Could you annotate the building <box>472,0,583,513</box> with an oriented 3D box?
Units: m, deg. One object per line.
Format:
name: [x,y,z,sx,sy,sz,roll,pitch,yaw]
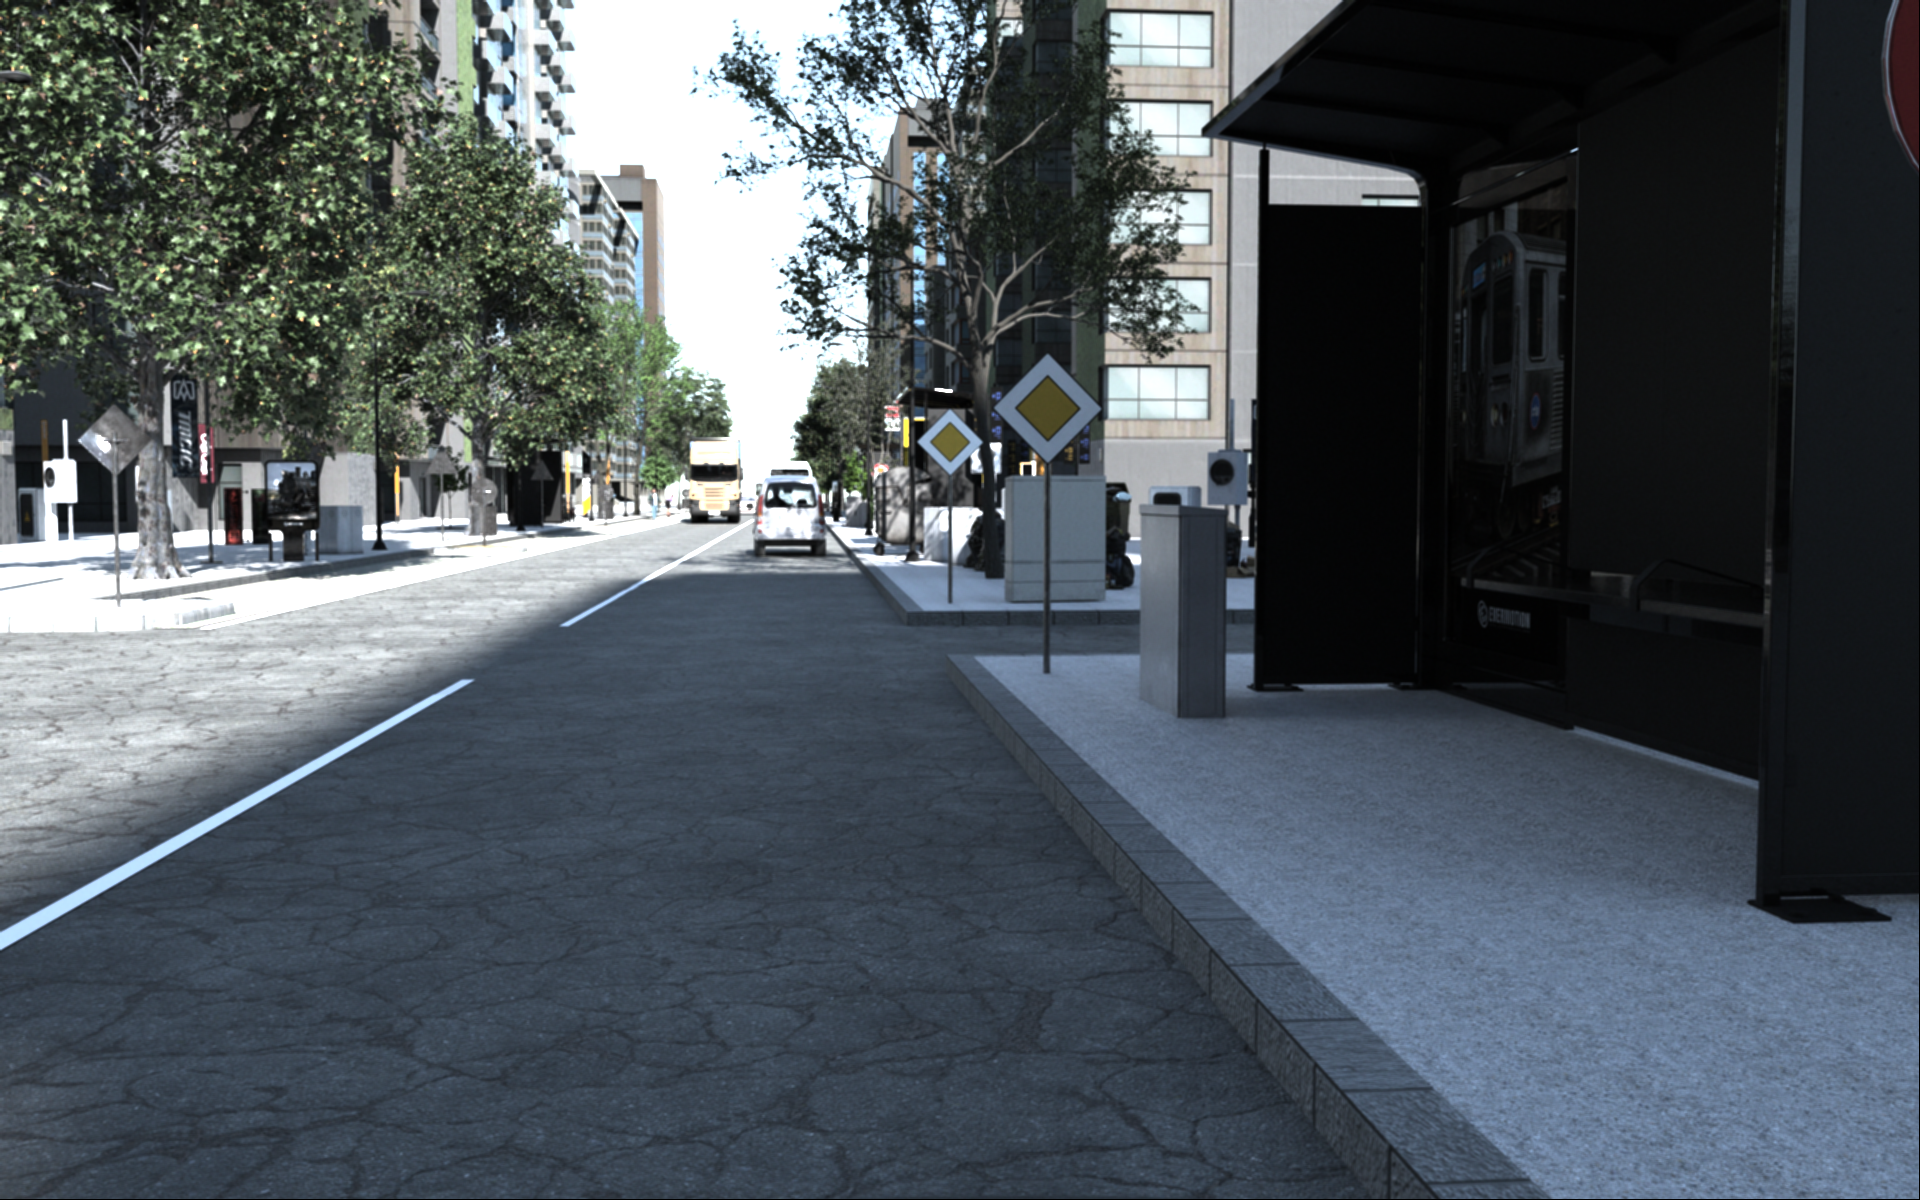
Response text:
building: [-42.495,-31.656,137.179,23.786,49.044,30.456,0,4,-5]

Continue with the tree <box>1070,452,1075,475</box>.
tree: [6.748,-5.856,79.455,4.285,4.588,4.351,0,3,0]

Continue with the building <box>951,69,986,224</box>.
building: [11.984,-28.195,152.873,32.217,40.220,23.993,0,4,-5]

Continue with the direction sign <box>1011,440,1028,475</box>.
direction sign: [2.422,-4.906,72.202,0.876,3.537,0.379,-1,4,-11]

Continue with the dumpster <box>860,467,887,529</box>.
dumpster: [-2.890,-3.750,63.813,1.502,2.255,1.985,0,4,-5]

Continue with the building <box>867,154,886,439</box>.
building: [-1.960,-37.922,243.721,21.300,48.544,21.600,0,4,-5]

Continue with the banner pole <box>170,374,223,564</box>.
banner pole: [-14.095,-2.563,31.922,0.863,3.779,0.401,-2,4,-35]

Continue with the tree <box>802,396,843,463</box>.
tree: [-12.136,-15.141,165.682,7.486,12.596,7.792,0,3,0]

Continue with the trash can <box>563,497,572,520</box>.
trash can: [-19.523,-4.527,85.663,0.748,1.137,0.748,0,3,0]

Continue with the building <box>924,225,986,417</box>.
building: [12.214,-17.232,126.780,27.650,21.520,28.899,0,4,-5]

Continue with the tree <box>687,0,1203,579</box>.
tree: [0.220,-5.614,26.197,7.601,10.594,8.767,2,4,23]

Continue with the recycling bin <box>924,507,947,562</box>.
recycling bin: [-0.218,-1.246,32.919,0.722,1.027,0.722,-2,4,-31]

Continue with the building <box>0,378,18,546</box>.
building: [-30.274,-21.508,35.245,14.154,41.232,14.086,0,4,-5]

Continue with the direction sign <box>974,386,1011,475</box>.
direction sign: [0.595,-2.742,36.826,0.379,3.537,0.876,-3,5,-42]

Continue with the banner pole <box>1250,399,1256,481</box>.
banner pole: [7.133,-3.064,40.118,0.863,3.779,0.401,1,4,22]

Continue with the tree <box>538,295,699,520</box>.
tree: [-18.034,-9.891,87.478,9.928,11.665,9.643,0,3,0]

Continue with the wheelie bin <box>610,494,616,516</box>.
wheelie bin: [-19.072,-5.247,93.691,0.980,1.594,0.693,1,4,8]

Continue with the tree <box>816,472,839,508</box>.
tree: [-11.755,-10.584,156.766,4.285,4.588,4.351,0,3,0]

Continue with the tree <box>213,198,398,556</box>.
tree: [-13.829,-5.225,35.797,4.737,8.622,4.395,0,3,0]

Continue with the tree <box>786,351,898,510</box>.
tree: [-9.610,-13.585,139.130,9.611,12.733,9.660,0,3,0]

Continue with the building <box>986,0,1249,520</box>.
building: [8.362,-25.715,104.038,14.154,41.232,14.086,0,4,-5]

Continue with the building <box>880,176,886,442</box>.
building: [-3.445,-33.159,225.748,14.154,41.232,14.086,0,4,-5]

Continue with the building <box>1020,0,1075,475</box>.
building: [9.921,-19.435,89.471,14.160,30.474,14.107,0,4,-5]

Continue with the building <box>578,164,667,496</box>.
building: [-47.951,-35.983,238.427,14.600,45.320,14.200,0,4,-5]

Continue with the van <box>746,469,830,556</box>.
van: [-4.085,-2.095,41.265,2.013,2.044,4.112,0,4,-7]

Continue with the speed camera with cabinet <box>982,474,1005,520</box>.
speed camera with cabinet: [1.248,-3.369,49.426,2.038,3.252,0.660,-1,4,-22]

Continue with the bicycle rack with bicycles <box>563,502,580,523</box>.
bicycle rack with bicycles: [-18.152,-3.913,77.361,2.852,0.926,2.925,0,4,3]

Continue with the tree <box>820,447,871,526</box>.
tree: [-4.326,-4.595,69.723,1.663,3.219,1.824,0,3,0]

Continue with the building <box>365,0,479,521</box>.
building: [-31.852,-24.494,84.072,14.154,41.232,14.086,0,4,-5]

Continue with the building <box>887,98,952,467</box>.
building: [-0.342,-33.453,197.059,14.600,45.320,14.200,0,4,-5]

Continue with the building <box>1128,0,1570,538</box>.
building: [10.536,-22.808,56.501,14.154,41.232,14.086,0,4,-5]

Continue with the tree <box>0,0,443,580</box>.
tree: [-12.172,-6.652,25.771,9.611,12.733,9.660,0,3,0]

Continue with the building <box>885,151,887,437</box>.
building: [-1.849,-34.315,211.154,14.600,45.320,14.200,0,4,-5]

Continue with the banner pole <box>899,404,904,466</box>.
banner pole: [-1.614,-3.557,48.166,0.401,3.779,0.863,0,4,-6]

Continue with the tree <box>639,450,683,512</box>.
tree: [-22.182,-8.773,127.160,4.285,4.588,4.351,0,3,0]

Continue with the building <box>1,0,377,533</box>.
building: [-30.092,-17.781,62.413,14.160,30.474,14.107,0,4,-5]

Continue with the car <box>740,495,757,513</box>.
car: [-15.115,-6.696,121.842,2.083,1.381,4.827,0,4,-6]

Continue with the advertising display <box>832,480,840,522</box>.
advertising display: [-5.779,-4.620,80.744,0.123,1.923,0.974,-1,4,-20]

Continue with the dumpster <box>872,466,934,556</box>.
dumpster: [-1.194,-1.871,36.349,1.264,1.857,1.865,0,4,-5]

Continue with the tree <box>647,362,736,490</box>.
tree: [-26.090,-16.016,168.513,9.857,13.997,8.962,0,3,0]

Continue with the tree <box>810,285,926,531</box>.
tree: [-2.978,-6.671,59.430,4.360,8.622,3.978,0,3,0]

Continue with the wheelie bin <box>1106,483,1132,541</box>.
wheelie bin: [4.265,-2.414,47.372,0.980,1.594,0.693,3,4,36]

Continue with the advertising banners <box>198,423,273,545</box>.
advertising banners: [-18.306,-2.903,43.655,0.090,3.025,2.074,2,4,34]

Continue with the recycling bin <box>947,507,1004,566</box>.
recycling bin: [0.308,-1.145,31.280,0.722,1.027,0.722,3,4,36]

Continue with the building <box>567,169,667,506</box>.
building: [-53.975,-32.233,218.885,32.217,40.220,23.993,0,4,-5]

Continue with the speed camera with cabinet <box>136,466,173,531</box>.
speed camera with cabinet: [-25.665,-3.718,55.127,0.660,3.252,2.038,-1,4,-11]

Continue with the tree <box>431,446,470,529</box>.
tree: [-18.772,-4.208,63.397,1.663,3.219,1.824,0,3,0]

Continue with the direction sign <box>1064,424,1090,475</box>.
direction sign: [3.022,-3.234,44.872,0.379,3.537,0.876,-3,5,-45]

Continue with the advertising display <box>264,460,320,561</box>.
advertising display: [-12.733,-1.703,33.054,0.974,1.923,0.123,0,4,-8]

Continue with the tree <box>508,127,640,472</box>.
tree: [-14.515,-8.270,52.223,9.611,12.733,9.660,0,3,0]

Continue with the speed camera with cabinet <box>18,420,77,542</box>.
speed camera with cabinet: [-24.483,-3.186,46.432,2.038,3.252,0.660,2,4,35]

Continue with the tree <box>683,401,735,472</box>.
tree: [-30.201,-17.746,208.273,7.486,12.596,7.792,0,3,0]

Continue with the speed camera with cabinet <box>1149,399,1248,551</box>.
speed camera with cabinet: [4.987,-2.570,36.351,2.038,3.252,0.660,2,4,34]
